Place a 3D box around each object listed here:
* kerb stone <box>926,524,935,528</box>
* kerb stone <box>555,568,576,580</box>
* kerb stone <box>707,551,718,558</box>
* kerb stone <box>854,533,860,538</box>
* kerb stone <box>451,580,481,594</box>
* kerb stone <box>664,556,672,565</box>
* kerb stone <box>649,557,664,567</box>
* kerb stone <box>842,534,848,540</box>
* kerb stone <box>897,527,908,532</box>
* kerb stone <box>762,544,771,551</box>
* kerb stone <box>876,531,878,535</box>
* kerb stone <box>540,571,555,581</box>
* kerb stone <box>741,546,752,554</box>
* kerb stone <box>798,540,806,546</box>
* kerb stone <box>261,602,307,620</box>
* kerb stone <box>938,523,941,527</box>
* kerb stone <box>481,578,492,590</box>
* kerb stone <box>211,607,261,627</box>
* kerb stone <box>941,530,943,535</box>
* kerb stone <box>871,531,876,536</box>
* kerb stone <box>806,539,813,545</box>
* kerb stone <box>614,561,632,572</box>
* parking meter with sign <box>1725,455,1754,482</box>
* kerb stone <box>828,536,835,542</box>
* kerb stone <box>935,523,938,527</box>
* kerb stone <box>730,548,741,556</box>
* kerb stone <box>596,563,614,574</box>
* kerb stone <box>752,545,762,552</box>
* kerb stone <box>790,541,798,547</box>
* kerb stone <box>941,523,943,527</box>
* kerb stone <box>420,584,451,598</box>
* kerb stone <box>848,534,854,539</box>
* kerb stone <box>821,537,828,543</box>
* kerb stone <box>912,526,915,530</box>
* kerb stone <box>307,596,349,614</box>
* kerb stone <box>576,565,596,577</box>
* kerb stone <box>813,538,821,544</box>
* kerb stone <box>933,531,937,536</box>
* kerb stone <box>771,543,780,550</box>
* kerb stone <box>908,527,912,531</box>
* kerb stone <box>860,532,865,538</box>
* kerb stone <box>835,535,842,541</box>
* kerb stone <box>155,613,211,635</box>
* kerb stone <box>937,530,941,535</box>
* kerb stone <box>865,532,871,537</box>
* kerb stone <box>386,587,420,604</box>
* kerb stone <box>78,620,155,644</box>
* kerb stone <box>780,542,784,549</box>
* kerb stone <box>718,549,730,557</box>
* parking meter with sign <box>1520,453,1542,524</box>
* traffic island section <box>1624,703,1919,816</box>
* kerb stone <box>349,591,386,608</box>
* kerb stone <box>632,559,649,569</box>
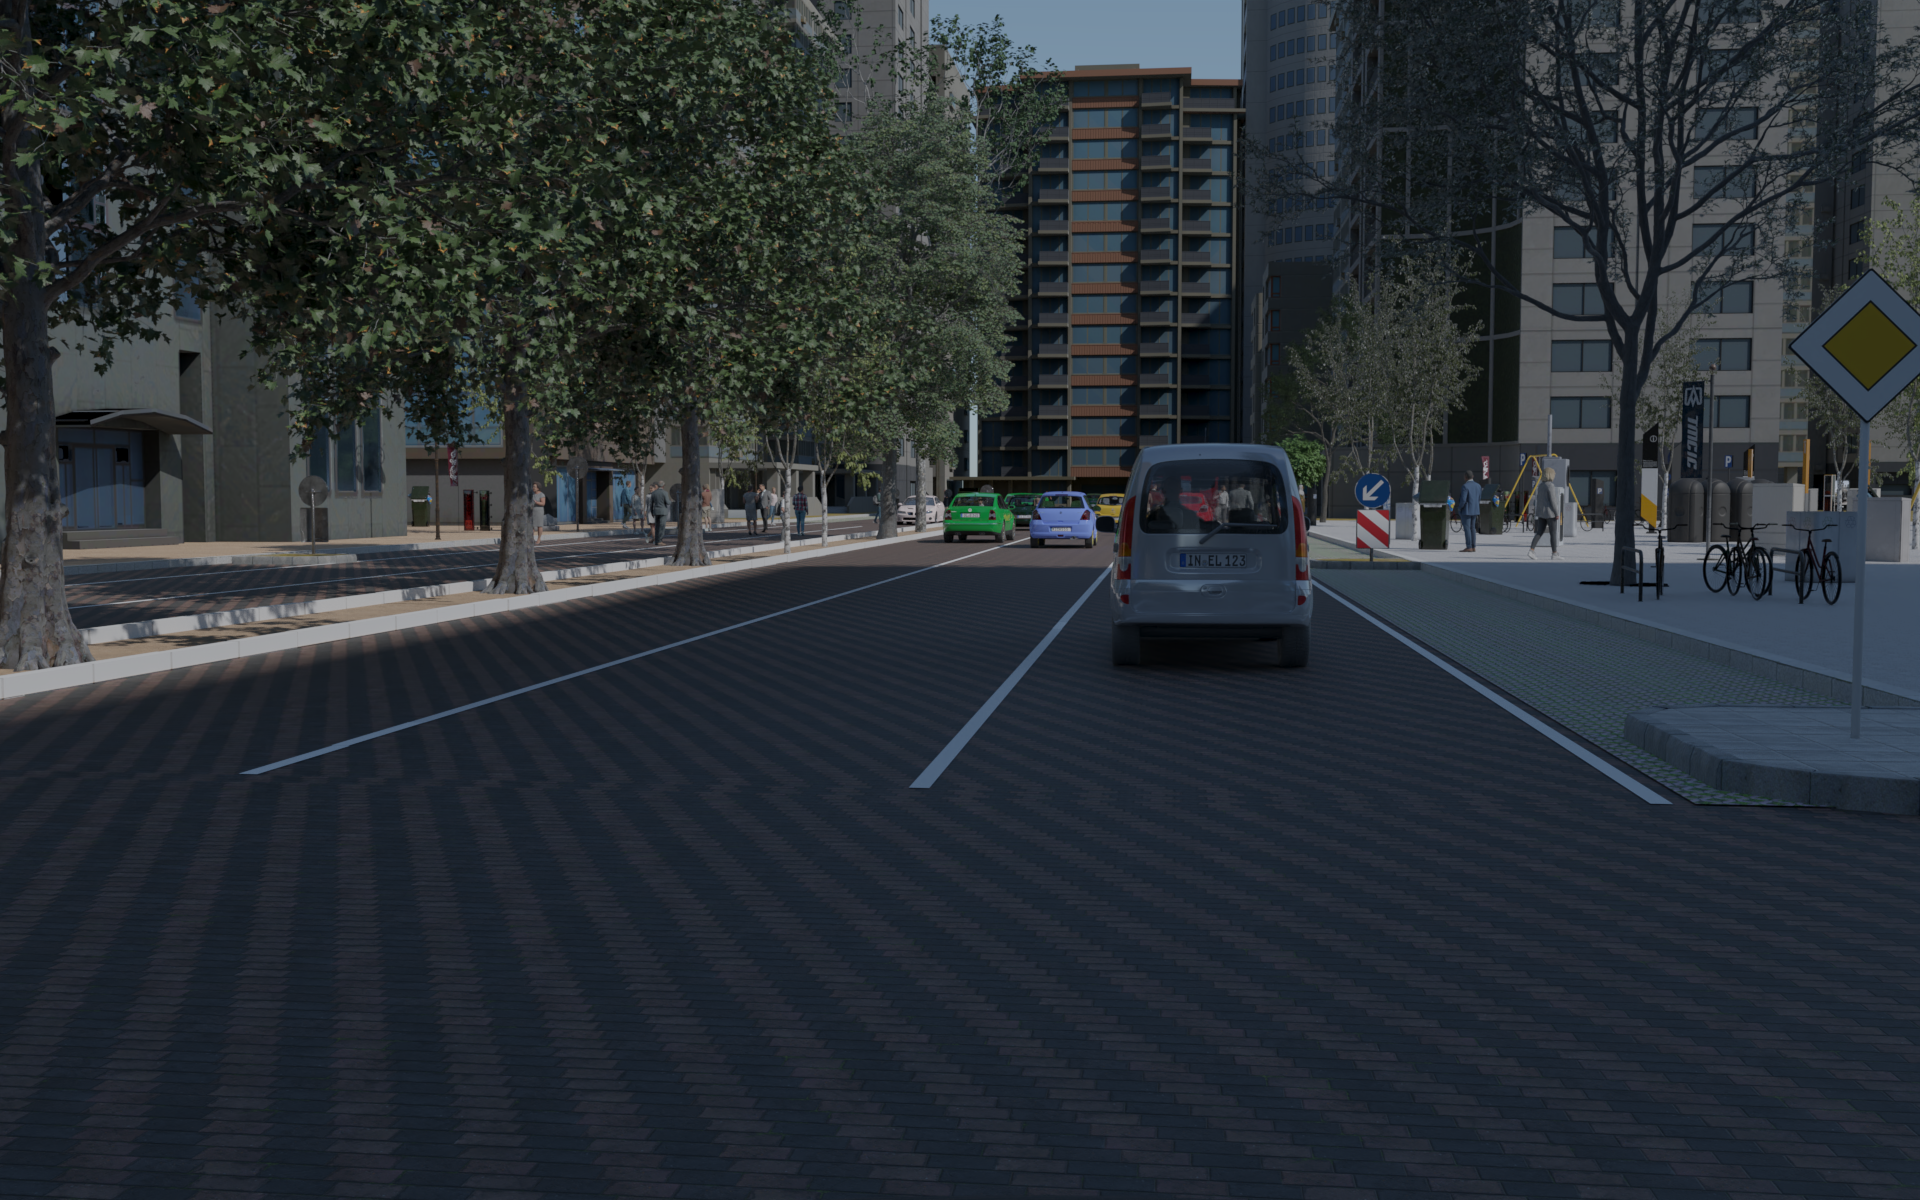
[{"bbox_3d":[-1.308,-3.100,72.913,0.120,0.150,1.000,0,4,7],"label":"kerb stone"},{"bbox_3d":[-6.731,-0.425,29.146,0.120,0.150,1.000,0,4,7],"label":"kerb stone"},{"bbox_3d":[-5.599,-0.985,38.309,0.120,0.150,1.000,0,4,7],"label":"kerb stone"},{"bbox_3d":[-3.457,-2.044,55.612,0.120,0.150,1.000,0,4,7],"label":"kerb stone"},{"bbox_3d":[-7.232,-0.172,25.064,0.120,0.150,1.000,0,4,7],"label":"kerb stone"},{"bbox_3d":[-5.964,-0.799,35.256,0.120,0.150,1.000,0,4,7],"label":"kerb stone"},{"bbox_3d":[-6.103,-0.731,34.244,0.120,0.150,1.000,0,4,7],"label":"kerb stone"},{"bbox_3d":[-3.696,-1.919,53.576,0.120,0.150,1.000,0,4,7],"label":"kerb stone"},{"bbox_3d":[-2.189,-2.666,65.788,0.120,0.150,1.000,0,4,7],"label":"kerb stone"},{"bbox_3d":[-4.970,-1.297,43.400,0.120,0.150,1.000,0,4,7],"label":"kerb stone"},{"bbox_3d":[-2.944,-2.293,59.691,0.120,0.150,1.000,0,4,7],"label":"kerb stone"},{"bbox_3d":[-6.850,-0.363,28.130,0.120,0.150,1.000,0,4,7],"label":"kerb stone"},{"bbox_3d":[-5.216,-1.172,41.361,0.120,0.150,1.000,0,4,7],"label":"kerb stone"},{"bbox_3d":[-4.462,-1.545,47.465,0.120,0.150,1.000,0,4,7],"label":"kerb stone"},{"bbox_3d":[-7.870,0.136,19.973,0.120,0.150,1.000,0,4,7],"label":"kerb stone"},{"bbox_3d":[-1.060,-3.226,74.943,0.120,0.150,1.000,0,4,7],"label":"kerb stone"},{"bbox_3d":[-7.113,-0.238,26.079,0.120,0.150,1.000,0,4,7],"label":"kerb stone"},{"bbox_3d":[-7.996,0.198,18.958,0.120,0.150,1.000,0,4,7],"label":"kerb stone"},{"bbox_3d":[-0.741,-2.337,60.439,0.120,0.150,1.000,0,4,7],"label":"kerb stone"},{"bbox_3d":[-3.066,-2.231,58.676,0.120,0.150,1.000,0,4,7],"label":"kerb stone"},{"bbox_3d":[-4.339,-1.605,48.480,0.120,0.150,1.000,0,4,7],"label":"kerb stone"},{"bbox_3d":[-6.361,-0.612,32.202,0.120,0.150,1.000,0,4,7],"label":"kerb stone"},{"bbox_3d":[35.342,-4.997,77.954,1.738,3.016,0.543,-1,4,-9],"label":"parking meter with sign"},{"bbox_3d":[-3.957,-1.787,51.541,0.120,0.150,1.000,0,4,7],"label":"kerb stone"},{"bbox_3d":[-1.183,-3.163,73.928,0.120,0.150,1.000,0,4,7],"label":"kerb stone"},{"bbox_3d":[-5.340,-1.108,40.339,0.120,0.150,1.000,0,4,7],"label":"kerb stone"},{"bbox_3d":[-6.487,-0.550,31.185,0.120,0.150,1.000,0,4,7],"label":"kerb stone"},{"bbox_3d":[-5.094,-1.233,42.376,0.120,0.150,1.000,0,4,7],"label":"kerb stone"},{"bbox_3d":[-4.587,-1.483,46.450,0.120,0.150,1.000,0,4,7],"label":"kerb stone"},{"bbox_3d":[-0.923,-3.283,75.965,0.120,0.150,1.000,0,4,7],"label":"kerb stone"},{"bbox_3d":[-7.367,-0.111,24.048,0.120,0.150,1.000,0,4,7],"label":"kerb stone"},{"bbox_3d":[-3.582,-1.981,54.592,0.120,0.150,1.000,0,4,7],"label":"kerb stone"},{"bbox_3d":[-4.080,-1.733,50.525,0.120,0.150,1.000,0,4,7],"label":"kerb stone"},{"bbox_3d":[-1.944,-2.787,67.818,0.120,0.150,1.000,0,4,7],"label":"kerb stone"},{"bbox_3d":[-7.737,0.081,20.992,0.120,0.150,1.000,0,4,7],"label":"kerb stone"},{"bbox_3d":[-6.607,-0.487,30.160,0.120,0.150,1.000,0,4,7],"label":"kerb stone"},{"bbox_3d":[-4.208,-1.670,49.505,0.120,0.150,1.000,0,4,7],"label":"kerb stone"},{"bbox_3d":[-0.993,-2.215,58.404,0.120,0.150,1.000,0,4,7],"label":"kerb stone"},{"bbox_3d":[-4.843,-1.355,44.417,0.120,0.150,1.000,0,4,7],"label":"kerb stone"},{"bbox_3d":[-2.066,-2.728,66.803,0.120,0.150,1.000,0,4,7],"label":"kerb stone"},{"bbox_3d":[-3.328,-2.106,56.633,0.120,0.150,1.000,0,4,7],"label":"kerb stone"},{"bbox_3d":[-3.827,-1.857,52.562,0.120,0.150,1.000,0,4,7],"label":"kerb stone"},{"bbox_3d":[-8.121,0.260,17.938,0.120,0.150,1.000,0,4,7],"label":"kerb stone"},{"bbox_3d":[-0.863,-2.277,59.418,0.120,0.150,1.000,0,4,7],"label":"kerb stone"},{"bbox_3d":[-3.198,-2.167,57.652,0.120,0.150,1.000,0,4,7],"label":"kerb stone"},{"bbox_3d":[-7.484,-0.051,23.030,0.120,0.150,1.000,0,4,7],"label":"kerb stone"},{"bbox_3d":[-8.241,0.325,16.923,0.120,0.150,1.000,0,4,7],"label":"kerb stone"},{"bbox_3d":[-4.716,-1.421,45.436,0.120,0.150,1.000,0,4,7],"label":"kerb stone"},{"bbox_3d":[-5.467,-1.044,39.323,0.120,0.150,1.000,0,4,7],"label":"kerb stone"},{"bbox_3d":[24.756,-4.737,73.711,1.738,3.016,0.543,0,4,-6],"label":"parking meter with sign"},{"bbox_3d":[4.748,0.807,9.092,2.009,0.180,2.903,0,4,7],"label":"traffic island section"},{"bbox_3d":[-7.614,0.017,22.011,0.120,0.150,1.000,0,4,7],"label":"kerb stone"},{"bbox_3d":[-6.230,-0.674,33.222,0.120,0.150,1.000,0,4,7],"label":"kerb stone"}]
